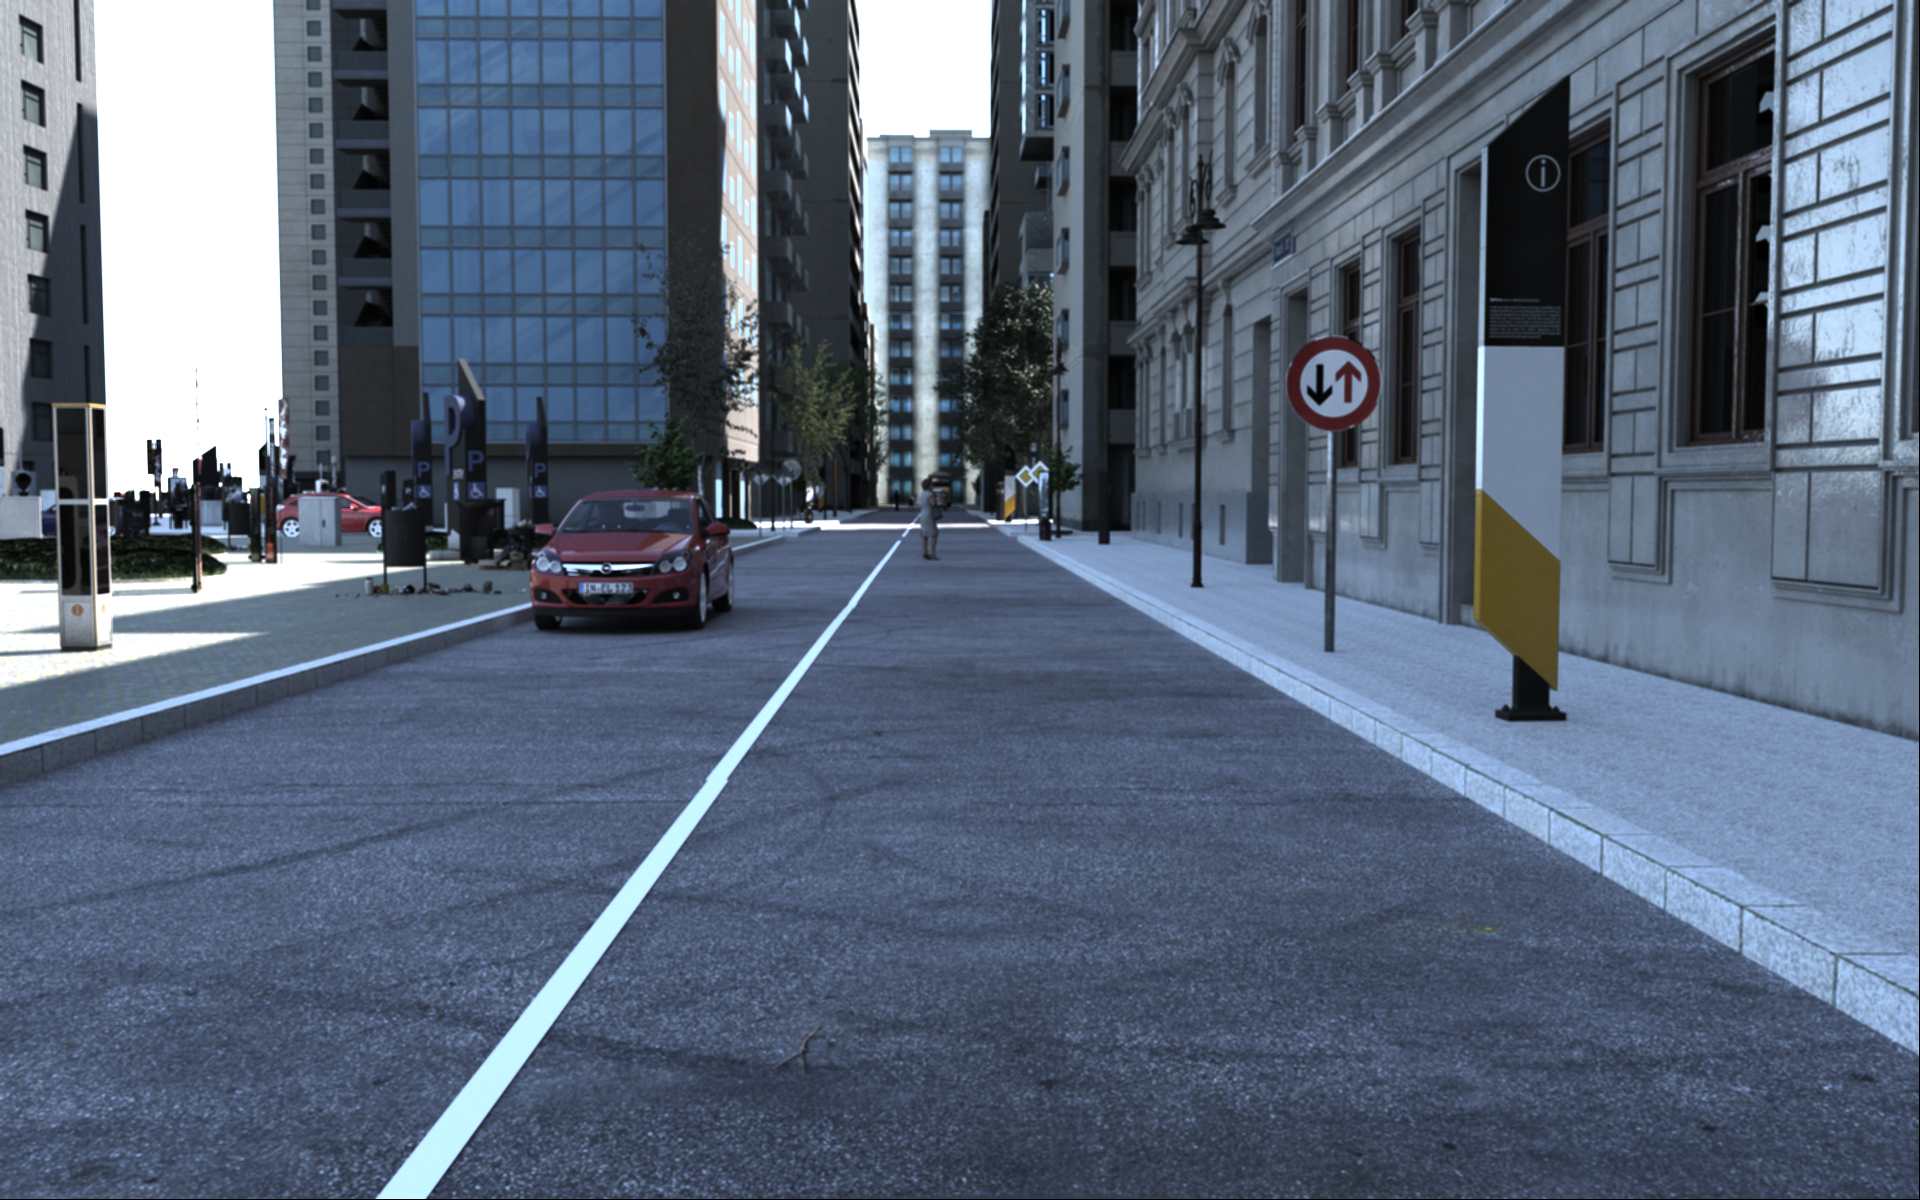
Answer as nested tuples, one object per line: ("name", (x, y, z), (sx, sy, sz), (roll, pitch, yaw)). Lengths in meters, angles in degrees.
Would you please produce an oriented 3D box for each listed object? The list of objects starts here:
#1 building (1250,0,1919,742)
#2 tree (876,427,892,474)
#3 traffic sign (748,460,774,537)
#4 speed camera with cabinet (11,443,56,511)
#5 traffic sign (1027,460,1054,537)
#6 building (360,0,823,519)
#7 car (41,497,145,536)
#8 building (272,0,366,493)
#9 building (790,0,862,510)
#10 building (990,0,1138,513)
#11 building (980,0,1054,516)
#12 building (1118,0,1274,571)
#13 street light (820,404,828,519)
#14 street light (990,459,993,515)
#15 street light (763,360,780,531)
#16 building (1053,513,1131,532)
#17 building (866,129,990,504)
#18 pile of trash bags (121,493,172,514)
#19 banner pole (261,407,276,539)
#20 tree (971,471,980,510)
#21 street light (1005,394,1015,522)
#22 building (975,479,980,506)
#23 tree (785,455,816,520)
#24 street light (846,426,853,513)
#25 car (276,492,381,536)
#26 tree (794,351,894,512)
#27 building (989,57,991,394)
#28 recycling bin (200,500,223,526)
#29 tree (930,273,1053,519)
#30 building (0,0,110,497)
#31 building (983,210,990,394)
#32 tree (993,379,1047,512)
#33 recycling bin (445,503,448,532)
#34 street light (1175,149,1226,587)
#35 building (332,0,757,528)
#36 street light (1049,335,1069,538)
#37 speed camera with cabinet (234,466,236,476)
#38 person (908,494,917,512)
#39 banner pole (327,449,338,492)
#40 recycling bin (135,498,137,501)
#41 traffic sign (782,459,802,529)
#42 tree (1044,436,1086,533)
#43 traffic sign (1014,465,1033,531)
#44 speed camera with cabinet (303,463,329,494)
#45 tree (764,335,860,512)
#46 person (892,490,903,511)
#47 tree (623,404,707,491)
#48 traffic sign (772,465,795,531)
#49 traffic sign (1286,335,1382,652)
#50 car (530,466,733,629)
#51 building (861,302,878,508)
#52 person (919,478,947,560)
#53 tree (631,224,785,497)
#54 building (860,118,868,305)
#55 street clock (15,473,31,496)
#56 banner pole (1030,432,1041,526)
("building", (9.806, -10.980, 15.682), (11.583, 22.565, 21.152), (0, 4, -1))
("tree", (-9.396, -14.582, 188.781), (4.360, 8.622, 3.978), (0, 3, 0))
("traffic sign", (-5.917, -2.917, 51.328), (0.795, 2.450, 0.064), (0, 4, -1))
("speed camera with cabinet", (-35.365, -4.427, 66.725), (2.038, 3.252, 0.660), (0, 4, -1))
("traffic sign", (2.376, -2.922, 51.425), (0.795, 2.450, 0.064), (0, 4, -1))
("building", (-20.489, -29.390, 100.136), (23.786, 49.044, 30.456), (0, 4, -1))
("car", (-28.509, -2.657, 56.016), (3.894, 1.354, 1.945), (0, 4, -2))
("building", (-63.682, -46.418, 197.183), (20.611, 71.187, 20.563), (0, 4, -1))
("building", (-19.384, -31.851, 144.470), (21.300, 48.544, 21.600), (0, 4, -1))
("building", (13.521, -31.897, 145.215), (21.300, 48.544, 21.600), (0, 4, -1))
("building", (12.898, -49.038, 114.443), (22.319, 86.520, 31.000), (0, 4, -1))
("building", (11.323, -15.346, 38.301), (14.401, 28.519, 23.554), (0, 4, -1))
("street light", (-6.863, -7.047, 88.004), (0.468, 5.910, 1.993), (0, 4, -1))
("street light", (1.975, -8.211, 107.031), (0.468, 5.910, 1.993), (0, 4, -1))
("street light", (-6.481, -5.324, 59.842), (0.468, 5.910, 1.993), (0, 4, -1))
("building", (14.518, -27.200, 68.424), (21.600, 48.544, 21.300), (0, 4, -1))
("building", (-1.307, -37.328, 229.921), (30.456, 49.044, 23.786), (0, 4, -1))
("pile of trash bags", (-51.948, -6.140, 110.140), (1.912, 1.369, 3.447), (2, 4, 28))
("banner pole", (-19.801, -3.653, 49.738), (0.401, 3.779, 0.863), (-3, 5, -44))
("tree", (1.605, -9.073, 142.936), (1.663, 3.219, 1.824), (0, 3, 0))
("street light", (2.337, -6.575, 80.291), (0.468, 5.910, 1.993), (0, 4, -1))
("building", (17.958, -30.906, 197.189), (32.217, 40.220, 23.993), (0, 4, -1))
("tree", (-7.840, -5.537, 85.135), (1.663, 3.219, 1.824), (0, 3, 0))
("street light", (-7.302, -8.725, 115.446), (0.468, 5.910, 1.993), (0, 4, -1))
("car", (-19.758, -2.860, 55.799), (4.494, 1.783, 2.155), (0, 4, 1))
("tree", (-8.361, -12.260, 126.200), (9.928, 11.665, 9.643), (0, 3, 0))
("building", (9.745, -29.333, 163.196), (14.154, 41.232, 14.086), (0, 4, -1))
("recycling bin", (-30.239, -3.504, 69.847), (0.722, 1.027, 0.722), (-3, 5, -44))
("tree", (3.249, -10.575, 89.912), (9.611, 12.733, 9.660), (0, 3, 0))
("building", (-43.721, -18.093, 67.527), (14.107, 30.474, 14.160), (0, 4, -1))
("building", (9.286, -24.871, 178.347), (14.160, 30.474, 14.107), (0, 4, -1))
("tree", (3.010, -9.087, 98.929), (4.360, 8.622, 3.978), (0, 3, 0))
("recycling bin", (-14.147, -2.221, 48.861), (0.722, 1.027, 0.722), (-1, 4, -16))
("street light", (3.271, -3.115, 23.718), (0.468, 5.910, 1.993), (0, 4, -1))
("building", (-15.891, -25.684, 70.040), (14.600, 45.320, 14.200), (0, 4, -1))
("street light", (2.874, -4.750, 50.458), (0.468, 5.910, 1.993), (0, 4, -1))
("speed camera with cabinet", (-51.806, -7.811, 122.048), (2.038, 3.252, 0.660), (0, 4, -4))
("person", (-3.731, -7.704, 137.642), (0.799, 1.438, 0.628), (0, 4, 8))
("banner pole", (-34.690, -6.463, 95.686), (0.863, 3.779, 0.401), (2, 4, 29))
("recycling bin", (-54.067, -6.123, 112.658), (0.722, 1.027, 0.722), (2, 4, 26))
("traffic sign", (-6.194, -3.885, 63.621), (0.768, 2.556, 0.104), (0, 4, 3))
("tree", (3.307, -3.877, 57.985), (1.663, 3.219, 1.824), (0, 3, 0))
("traffic sign", (2.263, -3.411, 59.409), (0.795, 2.450, 0.064), (0, 4, -1))
("speed camera with cabinet", (-41.614, -7.159, 111.385), (0.660, 3.252, 2.038), (3, 5, 40))
("tree", (-6.944, -7.981, 80.846), (4.737, 8.622, 4.395), (0, 3, 0))
("person", (-5.406, -8.585, 148.879), (0.705, 1.822, 1.348), (3, 5, 41))
("tree", (-6.237, -2.618, 37.402), (1.663, 3.219, 1.824), (0, 3, 0))
("traffic sign", (-6.031, -3.405, 59.312), (0.795, 2.450, 0.064), (0, 4, -1))
("traffic sign", (3.007, -0.851, 14.022), (0.768, 2.556, 0.104), (0, 4, 2))
("car", (-3.642, -0.652, 19.697), (2.155, 1.783, 4.494), (0, 4, -1))
("building", (-22.434, -19.916, 170.658), (27.650, 21.520, 28.899), (0, 4, -1))
("person", (-0.564, -1.762, 37.660), (0.532, 1.782, 0.716), (-2, 4, -30))
("tree", (-6.987, -5.914, 47.062), (4.360, 8.622, 3.978), (0, 3, 0))
("building", (-18.119, -33.765, 202.160), (14.200, 45.320, 14.600), (0, 4, -1))
("street clock", (-32.470, -3.395, 60.075), (0.471, 2.002, 0.358), (-2, 4, -34))
("banner pole", (3.094, -4.924, 70.531), (0.401, 3.779, 0.863), (-2, 4, -34))
